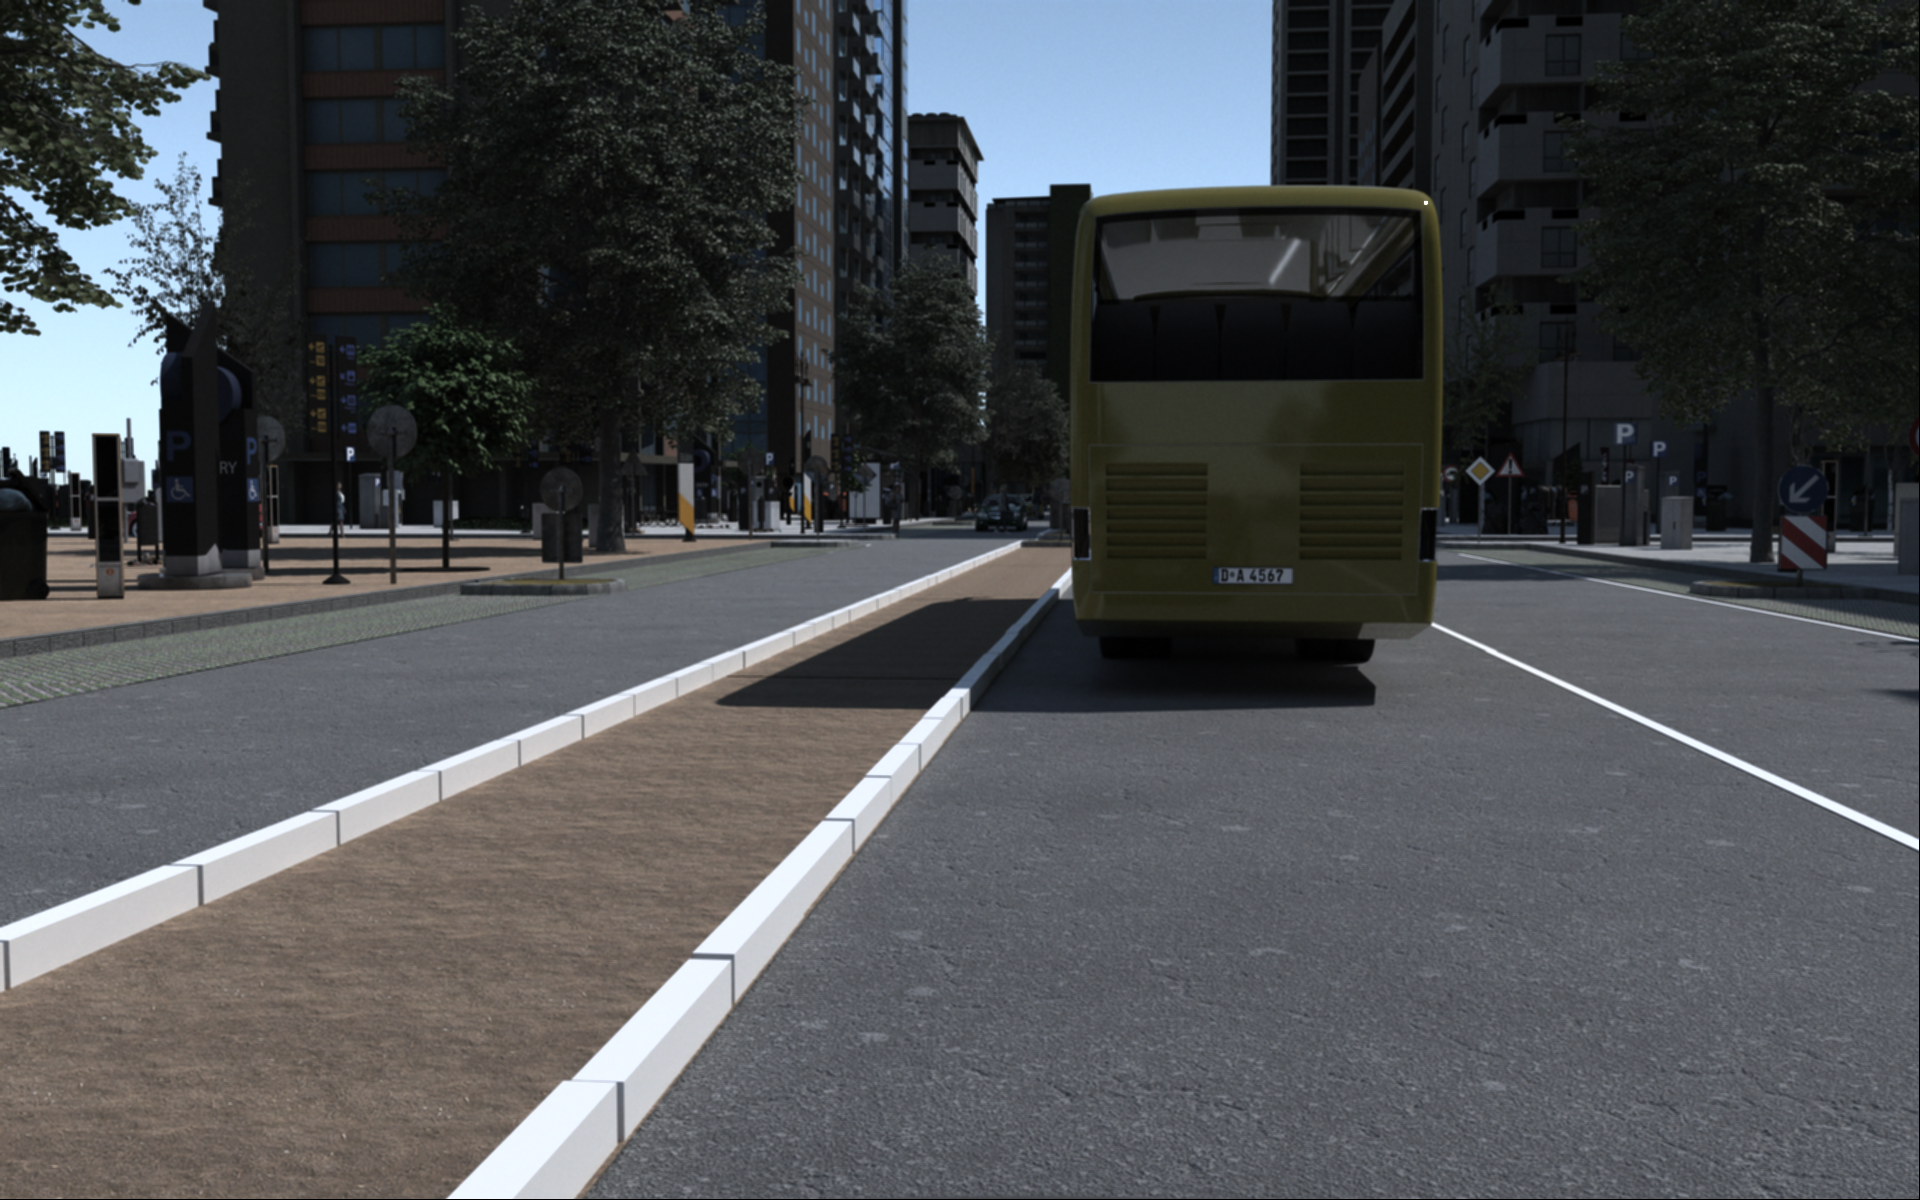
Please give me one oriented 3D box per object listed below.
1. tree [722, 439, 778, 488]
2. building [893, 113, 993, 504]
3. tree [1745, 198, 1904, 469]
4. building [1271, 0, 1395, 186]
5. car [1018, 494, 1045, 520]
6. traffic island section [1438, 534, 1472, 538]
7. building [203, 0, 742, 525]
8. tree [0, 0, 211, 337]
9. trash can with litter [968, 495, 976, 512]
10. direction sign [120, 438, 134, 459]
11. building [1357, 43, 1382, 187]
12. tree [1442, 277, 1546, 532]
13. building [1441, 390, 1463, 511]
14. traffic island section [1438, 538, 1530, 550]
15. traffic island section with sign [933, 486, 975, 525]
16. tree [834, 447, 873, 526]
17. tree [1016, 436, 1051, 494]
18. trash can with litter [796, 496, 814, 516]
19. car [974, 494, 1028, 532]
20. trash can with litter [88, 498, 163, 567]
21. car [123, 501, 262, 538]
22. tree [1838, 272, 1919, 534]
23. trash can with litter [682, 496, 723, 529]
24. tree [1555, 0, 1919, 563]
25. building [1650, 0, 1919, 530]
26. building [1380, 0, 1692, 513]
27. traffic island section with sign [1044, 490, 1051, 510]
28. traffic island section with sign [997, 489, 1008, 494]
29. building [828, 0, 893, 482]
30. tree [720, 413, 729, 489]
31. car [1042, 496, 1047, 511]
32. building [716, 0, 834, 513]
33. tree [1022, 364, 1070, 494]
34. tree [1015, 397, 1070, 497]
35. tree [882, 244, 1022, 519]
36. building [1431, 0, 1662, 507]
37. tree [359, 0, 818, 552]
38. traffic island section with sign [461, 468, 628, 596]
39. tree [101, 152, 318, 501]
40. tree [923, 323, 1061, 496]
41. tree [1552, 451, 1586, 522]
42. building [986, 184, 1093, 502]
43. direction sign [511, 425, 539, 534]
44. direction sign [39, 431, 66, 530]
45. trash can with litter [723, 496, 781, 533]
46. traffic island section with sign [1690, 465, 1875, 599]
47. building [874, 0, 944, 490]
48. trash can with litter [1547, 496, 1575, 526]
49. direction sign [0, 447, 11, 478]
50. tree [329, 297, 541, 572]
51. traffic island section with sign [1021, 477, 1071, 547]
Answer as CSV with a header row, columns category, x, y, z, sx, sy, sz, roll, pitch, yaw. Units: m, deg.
category,x,y,z,sx,sy,sz,roll,pitch,yaw
tree,-12.601,-7.301,103.081,4.285,4.588,4.351,0,3,0
building,-9.503,-39.814,240.202,27.495,52.752,28.713,0,4,6
tree,21.288,-5.683,43.271,4.360,8.622,3.978,0,3,0
building,52.209,-48.425,230.001,20.611,71.187,20.563,0,4,6
car,3.832,-5.385,98.260,2.015,1.641,3.980,0,4,7
traffic island section,14.558,-1.921,53.684,2.009,0.180,2.903,0,4,6
building,-23.278,-26.281,84.316,22.147,44.769,28.867,0,4,6
tree,-9.952,-5.875,14.179,7.486,12.596,7.792,0,3,0
trash can with litter,1.128,-7.020,125.837,2.233,1.210,1.678,1,4,11
direction sign,-33.619,-4.749,69.646,0.876,3.537,0.379,0,4,7
building,46.612,-31.759,169.366,14.600,45.320,14.200,0,4,6
tree,17.525,-6.626,58.693,4.737,8.622,4.395,0,3,0
building,43.517,-22.143,133.743,14.160,30.474,14.107,0,4,6
traffic island section,13.721,-1.435,45.742,2.009,0.180,2.903,0,4,6
traffic island section with sign,-0.175,-4.364,79.976,1.989,1.847,2.006,0,4,6
tree,-4.055,-4.559,69.134,1.663,3.219,1.824,0,3,0
tree,7.254,-13.906,177.726,4.360,8.622,3.978,0,3,0
trash can with litter,-9.216,-5.621,103.291,1.055,1.170,0.624,-2,4,-24
car,1.645,-3.420,67.721,2.131,1.459,4.920,0,4,6
trash can with litter,-15.036,-1.239,31.310,1.678,1.210,2.233,1,4,11
car,-23.610,-2.722,53.543,4.494,1.783,2.155,0,4,6
tree,29.970,-6.421,55.350,4.737,8.622,4.395,0,3,0
trash can with litter,-9.368,-3.287,64.798,2.233,1.210,1.678,0,4,8
tree,14.714,-6.988,32.373,7.486,12.596,7.792,0,3,0
building,40.533,-27.289,69.871,21.600,48.544,21.300,0,4,6
building,48.860,-32.255,151.067,21.300,48.544,21.600,0,4,6
traffic island section with sign,7.986,-9.098,157.374,1.989,1.847,2.006,0,4,6
traffic island section with sign,2.679,-6.021,107.070,1.989,1.847,2.006,0,4,6
building,-18.677,-32.271,147.237,23.786,49.044,30.456,0,4,6
tree,-16.062,-9.650,108.147,4.737,8.622,4.395,0,3,0
car,6.179,-7.923,142.124,1.945,1.354,3.894,0,4,7
building,-16.906,-28.761,120.359,14.600,45.320,14.200,0,4,6
tree,6.436,-15.976,167.864,9.857,13.997,8.962,0,3,0
tree,9.667,-17.179,199.006,7.486,12.596,7.792,0,3,0
tree,-2.389,-11.227,90.223,9.857,13.997,8.962,0,3,0
building,45.264,-31.727,107.974,28.713,52.752,27.495,0,4,6
tree,-7.915,-8.050,38.267,9.857,13.997,8.962,0,3,0
traffic island section with sign,-5.946,-1.014,25.204,1.989,1.847,2.006,0,4,6
tree,-16.646,-5.388,38.450,4.360,8.622,3.978,0,3,0
tree,1.974,-13.002,122.953,12.009,13.543,11.850,0,3,0
tree,27.991,-5.136,78.569,1.663,3.219,1.824,0,3,0
building,10.662,-33.502,231.344,14.086,41.232,14.154,0,4,6
direction sign,-14.146,-3.935,56.338,0.876,3.537,0.379,0,4,-2
direction sign,-32.714,-4.312,62.499,0.379,3.537,0.876,2,4,35
trash can with litter,-6.893,-2.910,58.643,1.678,1.210,2.233,0,4,2
traffic island section with sign,11.479,-0.966,24.418,1.989,1.847,2.006,0,4,6
building,-17.960,-53.374,185.338,31.000,86.520,22.319,0,4,6
trash can with litter,24.055,-3.630,70.406,2.233,1.210,1.678,1,4,15
direction sign,-46.132,-5.588,83.356,0.379,3.537,0.876,2,4,34
tree,-8.729,-2.768,28.979,4.285,4.588,4.351,0,3,0
traffic island section with sign,2.721,-2.385,47.138,2.006,1.907,1.989,0,4,6
